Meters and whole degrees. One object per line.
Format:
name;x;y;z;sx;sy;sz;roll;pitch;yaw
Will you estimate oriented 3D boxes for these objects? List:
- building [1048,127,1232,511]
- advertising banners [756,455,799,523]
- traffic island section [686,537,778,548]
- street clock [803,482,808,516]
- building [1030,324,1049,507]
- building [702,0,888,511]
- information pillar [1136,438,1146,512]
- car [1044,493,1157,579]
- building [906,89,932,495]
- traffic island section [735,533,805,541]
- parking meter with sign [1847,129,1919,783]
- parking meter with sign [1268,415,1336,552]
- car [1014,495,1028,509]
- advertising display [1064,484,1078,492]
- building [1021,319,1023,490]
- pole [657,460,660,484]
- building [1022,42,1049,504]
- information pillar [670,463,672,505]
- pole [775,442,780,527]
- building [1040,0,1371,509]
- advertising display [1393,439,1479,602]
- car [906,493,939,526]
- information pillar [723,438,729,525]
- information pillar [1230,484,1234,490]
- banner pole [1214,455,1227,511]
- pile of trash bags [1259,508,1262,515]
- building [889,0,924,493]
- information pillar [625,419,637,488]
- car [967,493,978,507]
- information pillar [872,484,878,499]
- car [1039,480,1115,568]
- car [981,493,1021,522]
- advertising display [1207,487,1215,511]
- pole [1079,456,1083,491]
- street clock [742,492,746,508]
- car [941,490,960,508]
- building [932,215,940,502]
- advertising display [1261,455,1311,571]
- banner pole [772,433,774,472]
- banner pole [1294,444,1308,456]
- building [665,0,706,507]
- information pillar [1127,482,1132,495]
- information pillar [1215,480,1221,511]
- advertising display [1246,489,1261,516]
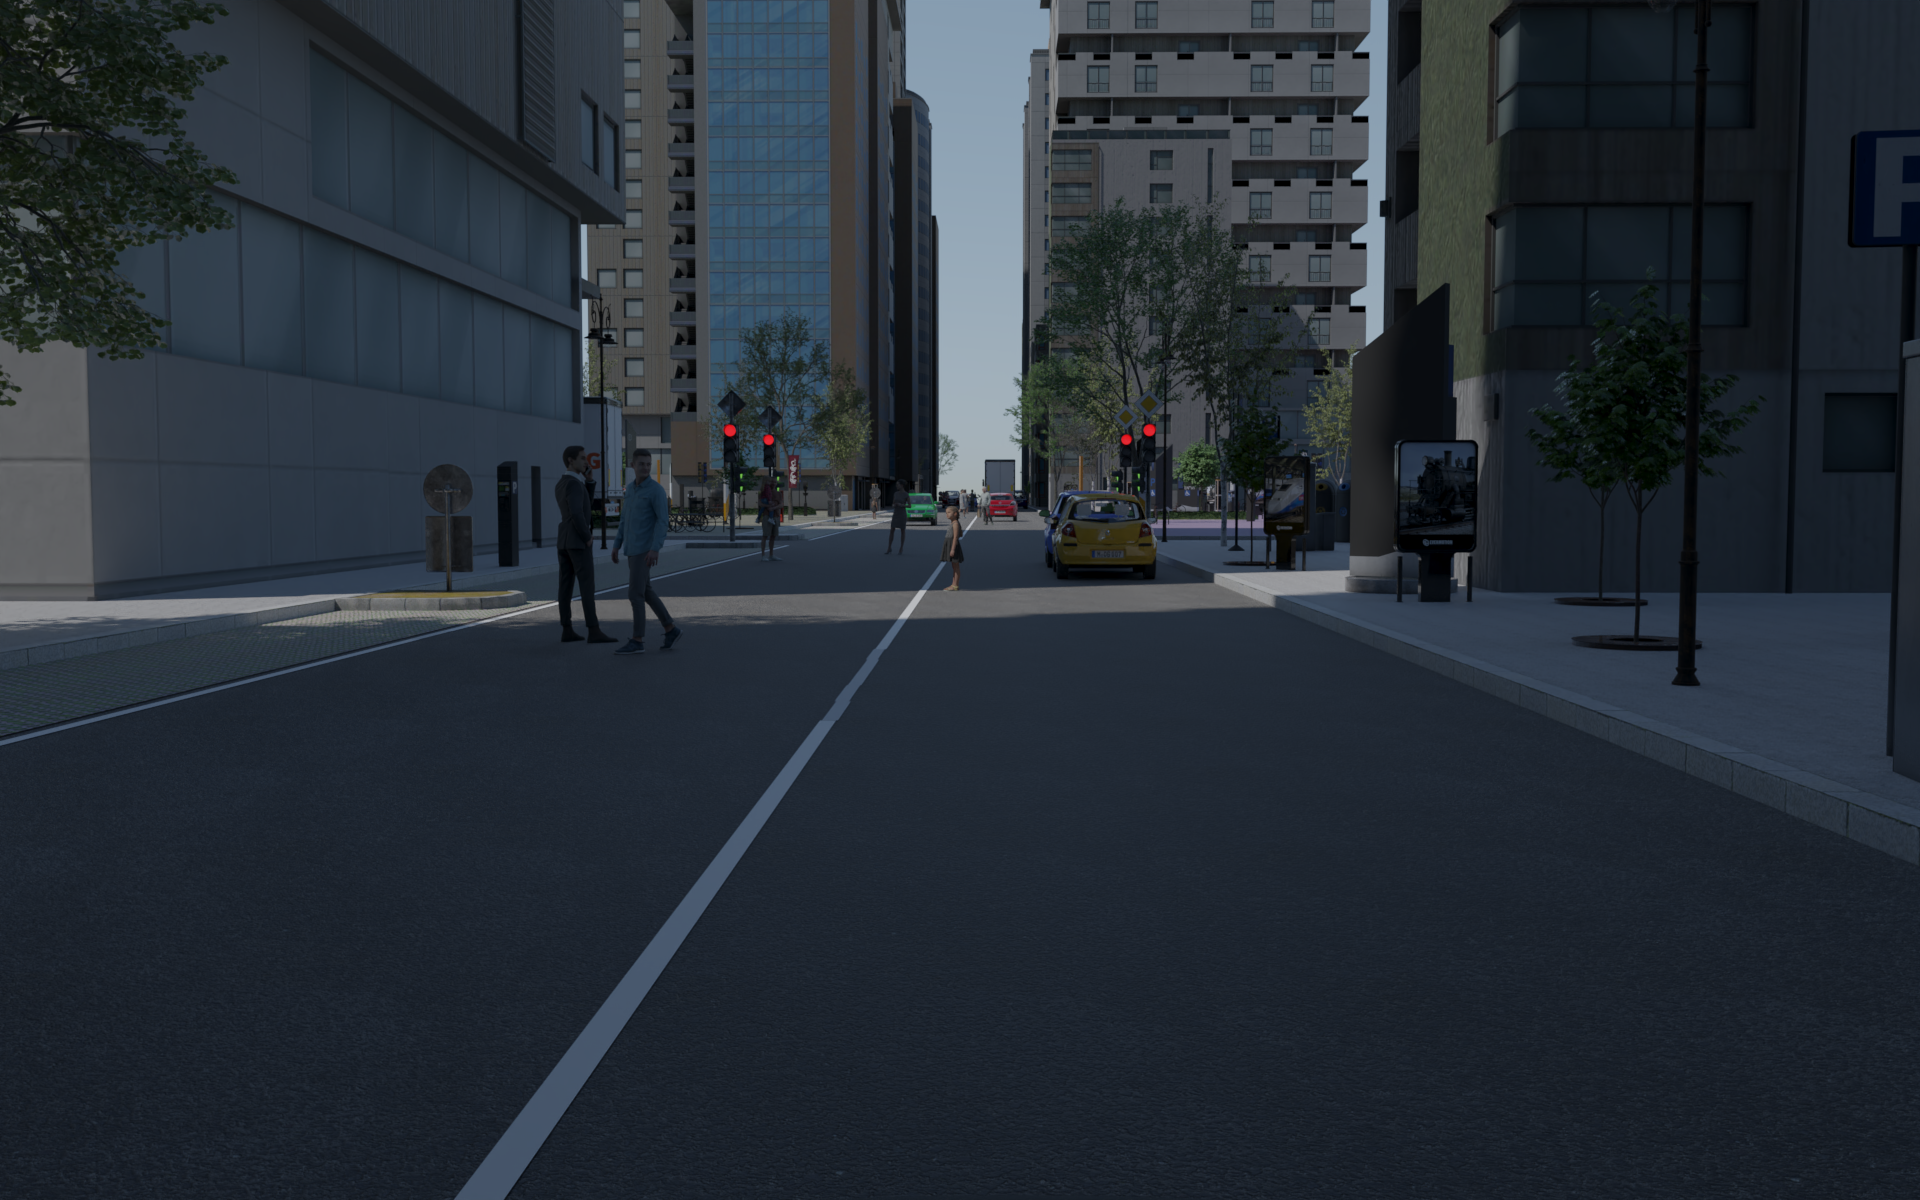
building;14.165;-22.555;140.475;14.160;30.474;14.107;0;4;1
advertising banners;-8.149;-4.973;77.489;2.074;3.025;0.090;1;4;16
traffic island section;-6.166;-1.499;46.788;2.009;0.180;2.903;0;4;1
street clock;-8.931;-5.844;100.112;0.358;2.002;0.471;0;4;0
building;21.840;-21.131;190.537;27.650;21.520;28.899;0;4;1
building;-13.557;-30.615;150.661;14.600;45.320;14.200;0;4;1
information pillar;6.788;-4.459;64.256;0.504;3.616;0.183;0;4;3
car;2.508;-1.249;30.643;2.015;1.641;3.980;0;4;2
building;-14.996;-43.187;248.101;21.231;58.520;28.212;0;4;1
traffic island section;-6.014;-1.987;54.772;2.009;0.180;2.903;0;4;1
parking meter with sign;4.441;-0.692;7.579;0.543;3.016;1.738;1;4;9
parking meter with sign;7.637;-2.609;38.911;1.738;3.016;0.543;-2;4;-28
car;5.618;-9.403;166.312;1.945;1.354;3.894;0;4;0
advertising display;7.448;-6.809;116.545;0.974;1.923;0.123;-1;4;-14
building;17.011;-31.209;281.960;14.160;30.474;14.107;0;4;1
pole;-17.917;-6.679;103.052;0.158;3.312;0.155;0;3;0
building;19.627;-42.160;231.315;21.231;58.520;28.212;0;4;1
information pillar;-21.613;-8.451;129.532;0.183;3.616;0.504;-1;4;-19
pole;-7.184;-4.542;68.111;0.158;3.312;0.155;0;3;0
building;22.046;-34.934;160.412;28.713;52.752;27.495;0;4;1
advertising display;5.636;-0.937;20.530;0.974;1.923;0.123;0;4;-4
car;-1.945;-4.318;79.388;1.959;1.807;4.718;0;3;0
information pillar;-9.843;-4.985;72.860;0.183;3.616;0.504;0;4;8
information pillar;16.159;-6.815;102.782;0.183;3.616;0.504;-1;4;-12
banner pole;14.989;-6.735;100.133;0.863;3.779;0.401;0;4;-1
pile of trash bags;19.106;-5.826;105.004;3.447;1.369;1.912;1;4;13
building;-15.125;-48.005;223.137;20.563;71.187;20.611;0;4;1
information pillar;-10.352;-3.861;54.478;0.183;3.616;0.504;2;4;27
car;1.025;-10.801;186.191;1.945;1.707;3.694;0;4;1
information pillar;-6.283;-7.550;127.928;0.304;2.012;0.304;-2;4;-32
car;2.566;-1.554;35.004;1.945;1.707;3.694;0;4;2
car;2.144;-5.054;91.681;2.155;1.783;4.494;0;4;2
advertising display;16.894;-6.785;116.151;0.123;1.923;0.974;-2;4;-31
pole;6.497;-6.060;92.916;0.158;3.312;0.155;0;3;0
street clock;-16.207;-7.670;129.970;0.358;2.002;0.471;-1;4;-11
car;-0.813;-10.222;175.799;2.281;1.827;5.304;0;3;0
building;-10.396;-37.907;269.892;14.600;45.320;14.200;0;4;1
advertising display;5.519;-1.472;29.284;0.123;1.923;0.974;-2;4;-35
banner pole;-7.682;-4.945;70.874;0.401;3.779;0.863;-1;4;-15
banner pole;16.940;-5.892;86.345;0.863;3.779;0.401;0;4;-3
building;-14.584;-29.749;136.505;14.600;45.320;14.200;0;4;1
information pillar;10.428;-6.234;106.414;0.304;2.012;0.304;1;4;17
information pillar;13.367;-5.187;89.302;0.304;2.012;0.304;-1;4;-12
advertising display;15.116;-5.106;88.700;0.974;1.923;0.123;-1;4;-17
